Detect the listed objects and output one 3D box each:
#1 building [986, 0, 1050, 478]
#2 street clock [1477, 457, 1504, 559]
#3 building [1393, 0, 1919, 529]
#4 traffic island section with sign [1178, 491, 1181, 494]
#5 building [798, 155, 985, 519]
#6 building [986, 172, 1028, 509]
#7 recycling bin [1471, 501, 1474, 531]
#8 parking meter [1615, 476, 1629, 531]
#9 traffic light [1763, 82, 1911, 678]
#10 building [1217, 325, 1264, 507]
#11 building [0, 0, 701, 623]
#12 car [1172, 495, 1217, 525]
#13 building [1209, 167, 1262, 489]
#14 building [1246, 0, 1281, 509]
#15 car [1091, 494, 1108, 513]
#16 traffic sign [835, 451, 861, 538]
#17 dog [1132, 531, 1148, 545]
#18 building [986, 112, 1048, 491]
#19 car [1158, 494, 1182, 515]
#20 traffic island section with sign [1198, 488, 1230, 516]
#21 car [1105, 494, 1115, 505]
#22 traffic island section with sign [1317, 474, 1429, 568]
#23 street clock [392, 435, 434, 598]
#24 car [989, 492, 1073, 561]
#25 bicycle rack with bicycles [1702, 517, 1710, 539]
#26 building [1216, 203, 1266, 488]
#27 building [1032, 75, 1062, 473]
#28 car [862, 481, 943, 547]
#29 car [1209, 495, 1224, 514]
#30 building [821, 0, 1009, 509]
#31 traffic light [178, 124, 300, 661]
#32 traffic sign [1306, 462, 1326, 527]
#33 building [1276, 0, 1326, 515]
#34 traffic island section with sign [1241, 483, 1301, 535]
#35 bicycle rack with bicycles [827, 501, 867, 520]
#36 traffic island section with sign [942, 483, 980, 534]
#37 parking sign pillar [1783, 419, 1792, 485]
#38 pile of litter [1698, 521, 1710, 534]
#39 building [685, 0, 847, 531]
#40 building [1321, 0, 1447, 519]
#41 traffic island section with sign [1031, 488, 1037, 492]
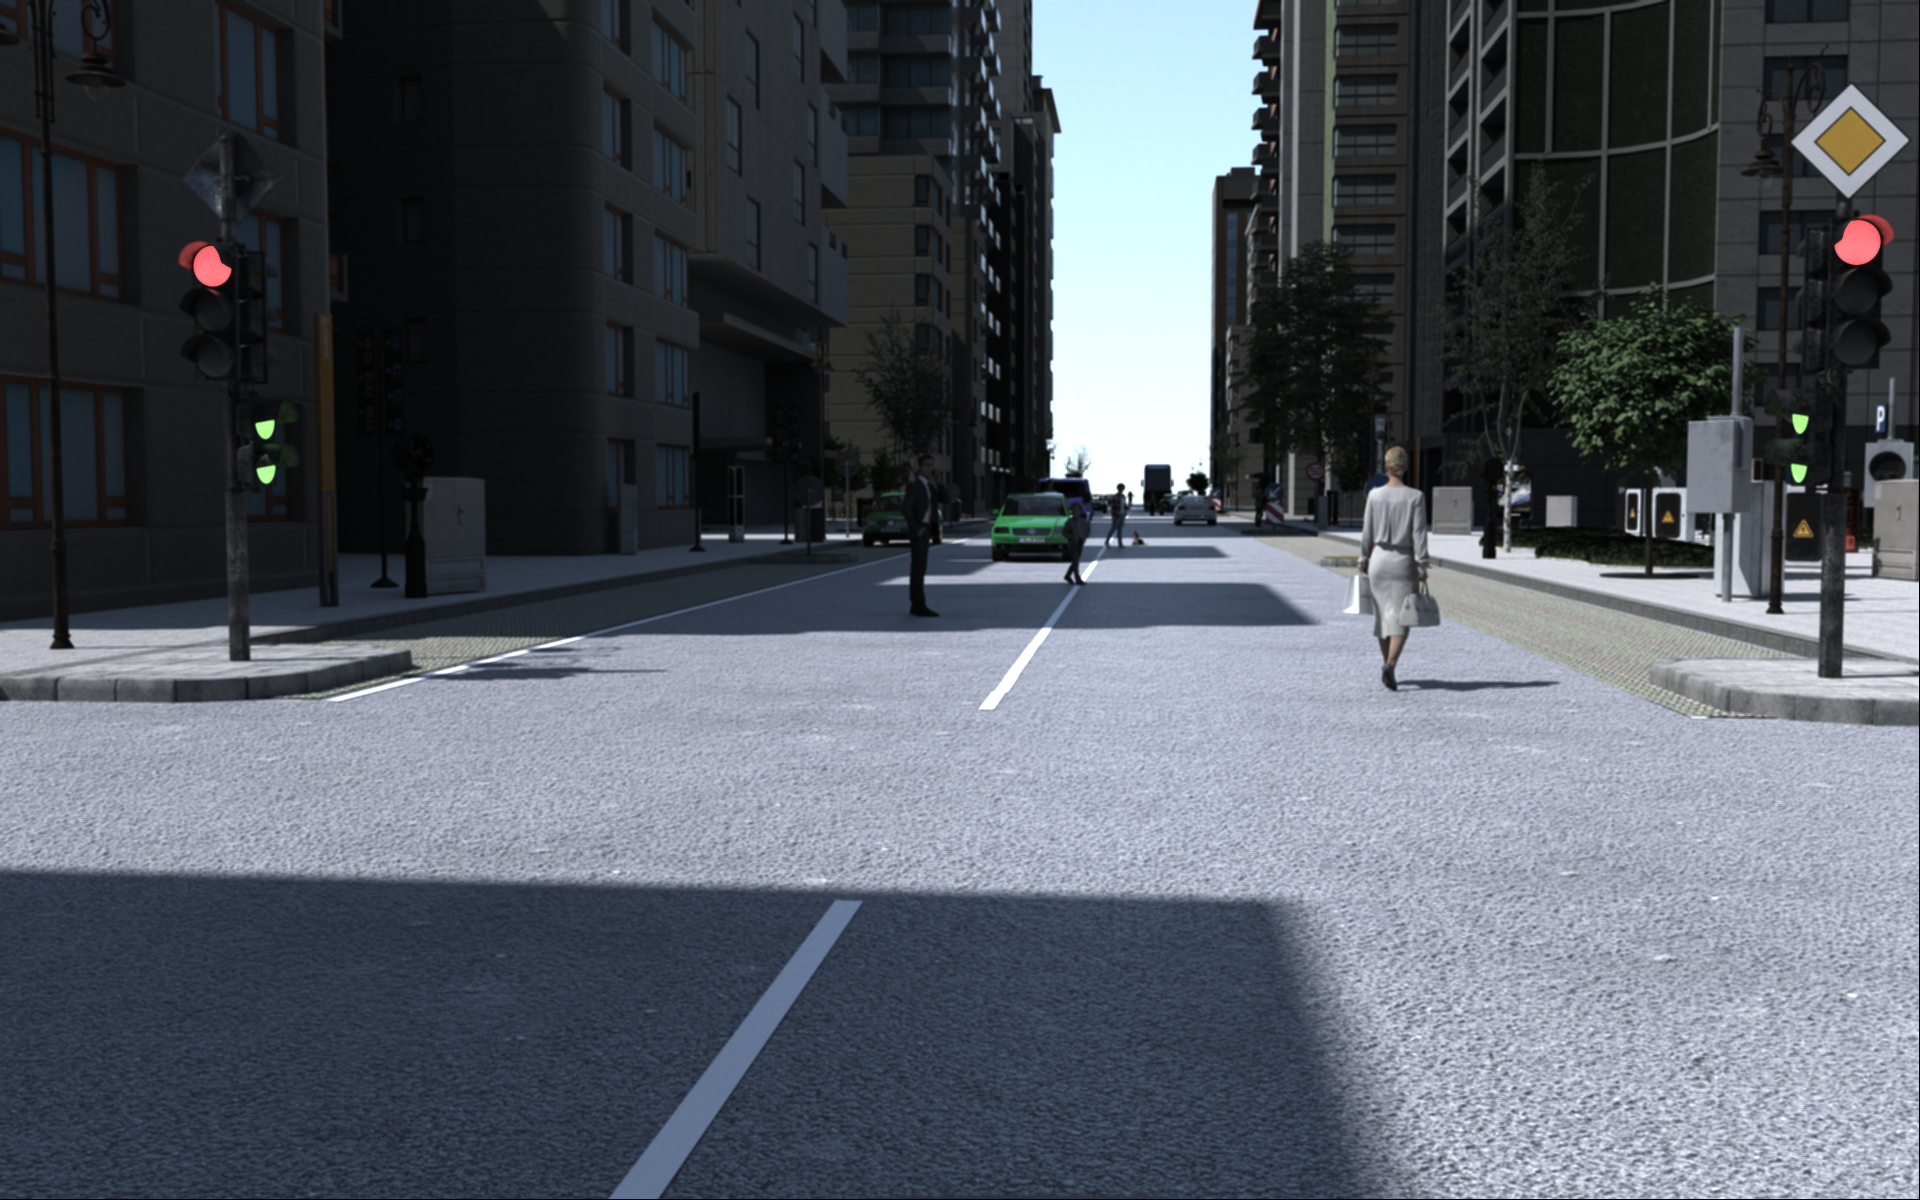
[{"bbox_3d":[-0.065,-46.472,198.069,20.563,71.187,20.611,0,4,6],"label":"building"},{"bbox_3d":[10.514,-1.821,34.352,0.471,2.002,0.358,-1,4,-17],"label":"street clock"},{"bbox_3d":[30.000,-38.672,70.535,20.563,71.187,20.611,0,4,6],"label":"building"},{"bbox_3d":[27.918,-12.961,220.536,1.989,1.847,2.006,0,4,6],"label":"traffic island section with sign"},{"bbox_3d":[-13.585,-15.859,104.328,27.650,21.520,28.899,0,4,6],"label":"building"},{"bbox_3d":[-1.386,-23.466,155.374,14.160,30.474,14.107,0,4,6],"label":"building"},{"bbox_3d":[17.470,-2.940,60.622,0.722,1.027,0.722,-2,4,-24],"label":"recycling bin"},{"bbox_3d":[21.671,-3.119,56.704,0.399,1.863,0.255,2,4,33],"label":"parking meter"},{"bbox_3d":[6.069,-1.412,12.006,0.839,4.253,0.868,0,4,6],"label":"traffic light"},{"bbox_3d":[42.960,-21.142,190.714,27.650,21.520,28.899,0,4,6],"label":"building"},{"bbox_3d":[-21.945,-11.379,31.082,27.650,21.520,28.899,0,4,6],"label":"building"},{"bbox_3d":[10.946,-4.178,80.676,2.083,1.381,4.827,0,4,5],"label":"car"},{"bbox_3d":[41.487,-35.869,236.560,14.600,45.320,14.200,0,4,6],"label":"building"},{"bbox_3d":[35.597,-29.915,143.731,22.147,44.769,28.867,0,4,6],"label":"building"},{"bbox_3d":[10.296,-7.450,131.591,2.009,1.686,4.222,0,4,7],"label":"car"},{"bbox_3d":[-3.305,-3.106,50.895,0.768,2.556,0.104,0,4,8],"label":"traffic sign"},{"bbox_3d":[5.057,-1.734,48.543,0.748,0.427,0.550,-1,4,-20],"label":"dog"},{"bbox_3d":[1.738,-30.403,180.691,14.154,41.232,14.086,0,4,6],"label":"building"},{"bbox_3d":[14.606,-6.536,118.666,2.131,1.459,4.920,0,4,8],"label":"car"},{"bbox_3d":[16.285,-6.263,111.030,1.989,1.847,2.006,0,4,6],"label":"traffic island section with sign"},{"bbox_3d":[17.931,-12.073,207.187,2.009,1.686,4.222,0,4,7],"label":"car"},{"bbox_3d":[8.152,-1.576,34.388,1.989,1.847,2.006,0,4,6],"label":"traffic island section with sign"},{"bbox_3d":[-6.719,-1.025,21.333,0.358,2.002,0.471,2,4,27],"label":"street clock"},{"bbox_3d":[1.661,-1.803,38.277,1.959,1.807,4.718,0,4,4],"label":"car"},{"bbox_3d":[22.606,-2.178,48.990,2.925,0.926,2.852,-2,4,-24],"label":"bicycle rack with bicycles"},{"bbox_3d":[48.591,-32.062,216.092,32.217,40.220,23.993,0,4,6],"label":"building"},{"bbox_3d":[-1.847,-38.833,224.152,28.713,52.752,27.495,0,4,6],"label":"building"},{"bbox_3d":[-1.577,-2.417,48.314,1.959,1.807,4.718,0,4,7],"label":"car"},{"bbox_3d":[17.793,-6.751,122.961,1.945,1.354,3.894,0,4,6],"label":"car"},{"bbox_3d":[-8.662,-31.413,133.213,23.786,49.044,30.456,0,4,6],"label":"building"},{"bbox_3d":[-5.529,-1.486,13.217,0.839,4.253,0.868,0,4,6],"label":"traffic light"},{"bbox_3d":[13.971,-4.158,68.092,0.768,2.556,0.104,1,4,15],"label":"traffic sign"},{"bbox_3d":[31.924,-35.037,114.858,21.231,58.520,28.212,0,4,6],"label":"building"},{"bbox_3d":[11.052,-3.248,61.728,1.989,1.847,2.006,0,4,6],"label":"traffic island section with sign"},{"bbox_3d":[-5.451,-4.558,87.903,2.852,0.926,2.925,-1,4,-8],"label":"bicycle rack with bicycles"},{"bbox_3d":[-0.302,-3.322,62.939,1.989,1.847,2.006,0,4,6],"label":"traffic island section with sign"},{"bbox_3d":[29.491,-4.421,60.753,1.447,3.967,1.447,0,4,6],"label":"parking sign pillar"},{"bbox_3d":[24.479,-2.524,55.236,1.719,0.858,1.176,1,4,21],"label":"pile of litter"},{"bbox_3d":[-19.388,-29.171,66.189,28.713,52.752,27.495,0,4,6],"label":"building"},{"bbox_3d":[26.891,-25.144,94.691,14.154,41.232,14.086,0,4,6],"label":"building"},{"bbox_3d":[4.964,-6.352,112.479,1.989,1.847,2.006,0,4,6],"label":"traffic island section with sign"}]
